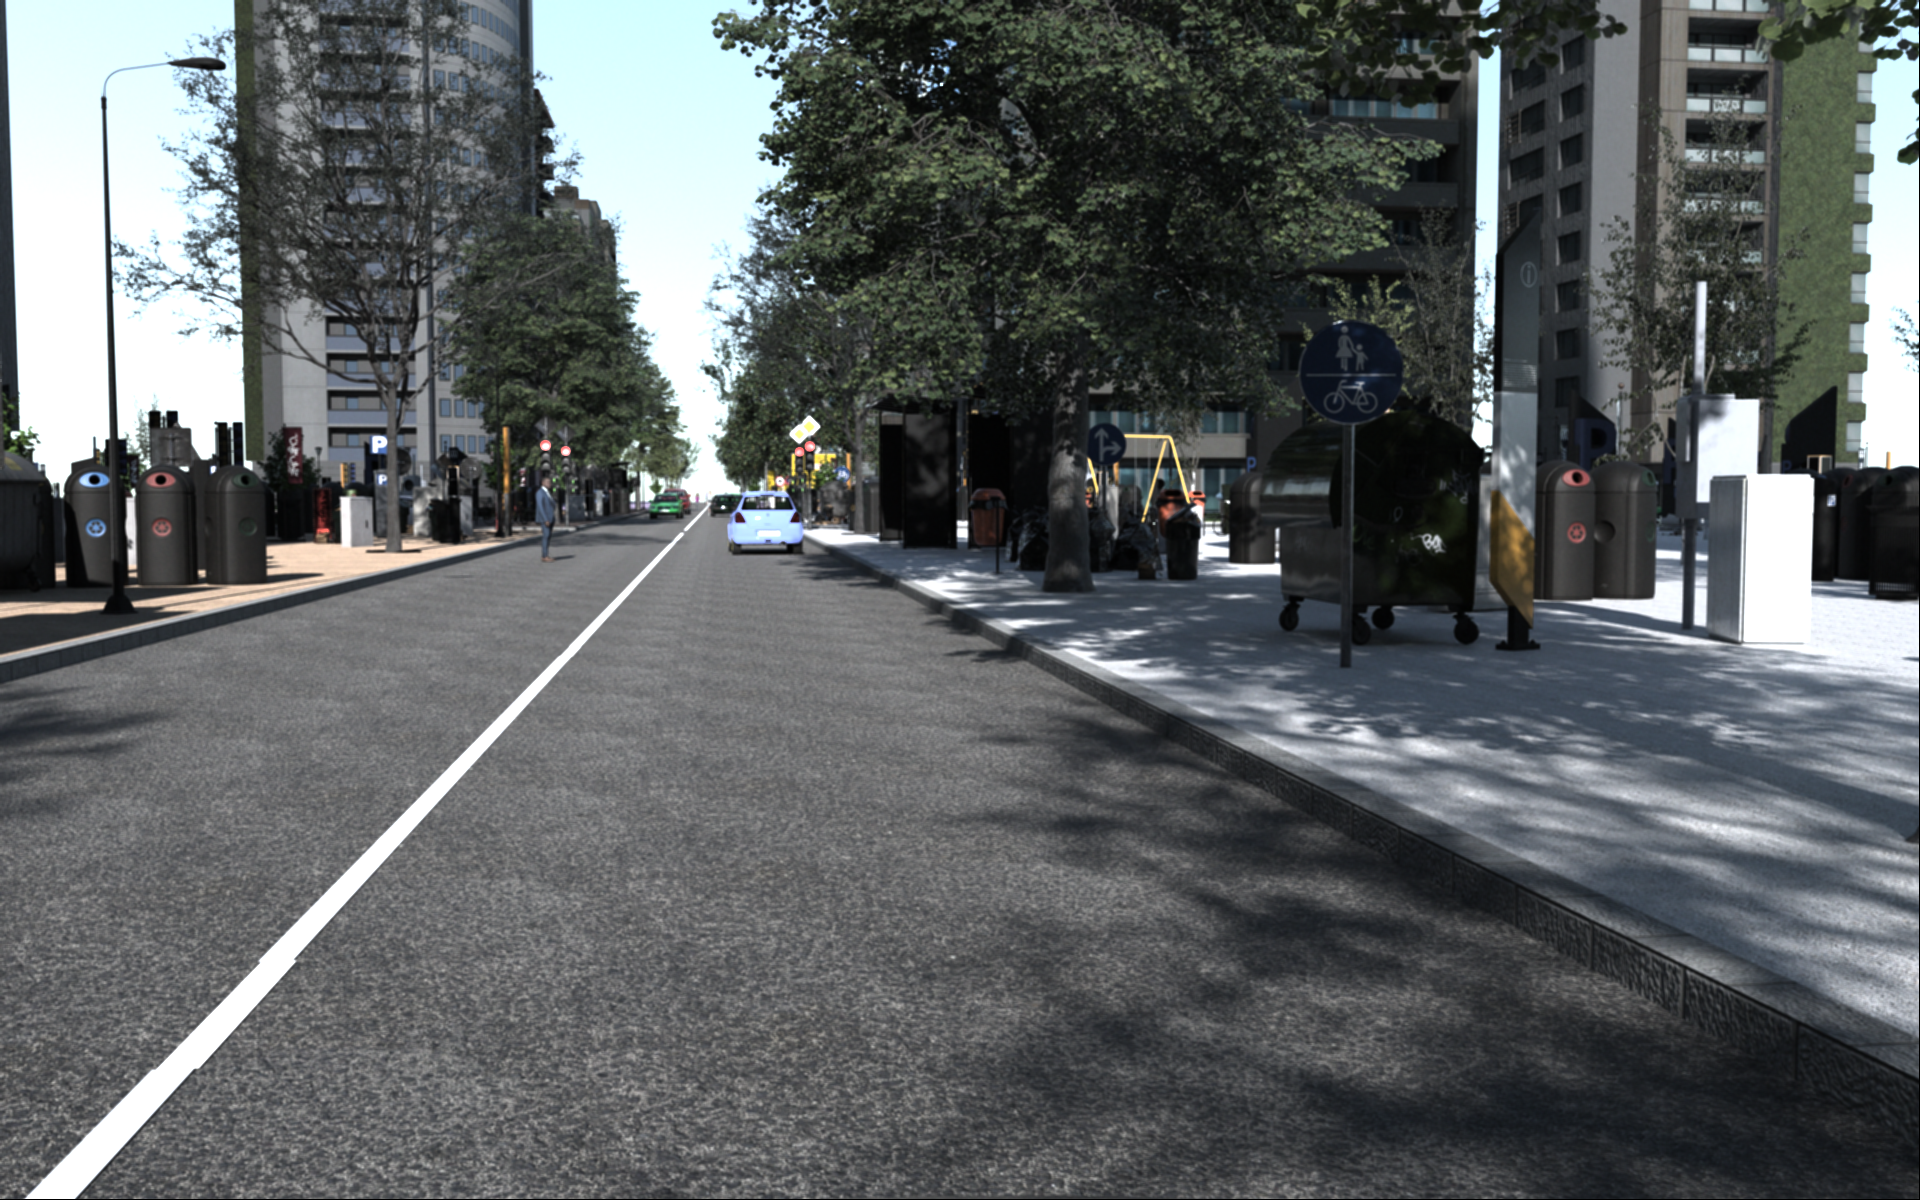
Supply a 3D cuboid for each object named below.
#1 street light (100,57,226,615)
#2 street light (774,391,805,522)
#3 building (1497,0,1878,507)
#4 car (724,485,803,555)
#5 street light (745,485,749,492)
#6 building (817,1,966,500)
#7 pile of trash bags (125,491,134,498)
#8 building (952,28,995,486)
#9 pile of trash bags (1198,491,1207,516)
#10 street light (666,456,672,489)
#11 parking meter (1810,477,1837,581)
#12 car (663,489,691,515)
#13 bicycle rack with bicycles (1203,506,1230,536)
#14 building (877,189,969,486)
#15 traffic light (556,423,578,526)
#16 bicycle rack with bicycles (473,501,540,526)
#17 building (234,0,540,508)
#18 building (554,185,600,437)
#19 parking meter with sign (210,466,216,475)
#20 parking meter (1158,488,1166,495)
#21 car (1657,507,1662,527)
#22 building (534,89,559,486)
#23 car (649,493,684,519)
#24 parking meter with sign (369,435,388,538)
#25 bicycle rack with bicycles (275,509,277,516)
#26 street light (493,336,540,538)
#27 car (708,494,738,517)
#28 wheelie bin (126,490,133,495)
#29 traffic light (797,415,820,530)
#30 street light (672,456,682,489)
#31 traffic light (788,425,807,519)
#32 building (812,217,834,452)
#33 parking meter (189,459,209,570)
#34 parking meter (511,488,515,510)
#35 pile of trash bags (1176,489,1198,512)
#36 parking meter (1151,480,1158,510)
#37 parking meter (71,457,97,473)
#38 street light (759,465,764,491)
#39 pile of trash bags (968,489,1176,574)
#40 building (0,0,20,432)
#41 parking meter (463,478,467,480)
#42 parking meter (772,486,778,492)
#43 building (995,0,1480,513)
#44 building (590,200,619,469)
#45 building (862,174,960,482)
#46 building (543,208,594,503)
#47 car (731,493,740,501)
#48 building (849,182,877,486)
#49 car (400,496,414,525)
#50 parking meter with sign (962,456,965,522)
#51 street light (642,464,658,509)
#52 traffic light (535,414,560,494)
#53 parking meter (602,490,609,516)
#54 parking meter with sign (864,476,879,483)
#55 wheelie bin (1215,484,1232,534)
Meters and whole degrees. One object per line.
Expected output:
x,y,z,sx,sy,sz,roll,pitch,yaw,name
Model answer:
-8.500,-2.811,18.497,1.470,5.913,1.316,0,4,-8,street light
-7.719,-6.462,78.193,1.470,5.913,1.316,0,4,-8,street light
38.738,-25.095,93.895,14.086,41.232,14.154,0,4,-8,building
-4.775,-1.995,42.209,1.945,1.707,3.694,-1,4,-9,car
-18.475,-11.166,155.110,1.470,5.913,1.316,0,4,-8,street light
-10.141,-57.836,258.289,22.319,86.520,31.000,0,4,-8,building
-49.481,-5.872,105.759,3.447,1.369,1.912,3,5,44,pile of trash bags
11.119,-29.002,128.812,22.147,44.769,28.867,0,4,-8,building
5.471,-2.465,50.056,3.447,1.369,1.912,-1,4,-14,pile of trash bags
-30.541,-12.543,177.616,1.470,5.913,1.316,0,4,-8,street light
12.711,-1.049,25.566,0.372,1.533,0.369,0,3,0,parking meter
-20.017,-6.911,121.662,2.281,1.827,5.304,0,4,-6,car
8.799,-2.380,52.287,2.925,0.926,2.852,-1,4,-23,bicycle rack with bicycles
-1.177,-24.162,166.757,14.160,30.474,14.107,0,4,-8,building
-15.575,-4.877,68.665,0.839,4.253,0.868,0,4,-8,traffic light
-18.491,-3.554,71.497,2.852,0.926,2.925,3,5,43,bicycle rack with bicycles
-49.961,-37.437,154.096,21.231,58.520,28.212,0,4,-8,building
-60.736,-36.967,254.524,14.600,45.320,14.200,0,4,-8,building
-46.820,-6.920,109.404,0.543,3.016,1.738,-1,4,-10,parking meter with sign
8.823,-4.132,75.972,0.372,1.533,0.369,0,3,0,parking meter
26.590,-3.738,69.914,4.718,1.807,1.959,-1,4,-8,car
-54.494,-32.296,182.667,22.147,44.769,28.867,0,4,-8,building
-17.090,-5.631,100.855,1.959,1.807,4.718,0,4,-6,car
-16.984,-3.339,50.862,0.543,3.016,1.738,-1,4,-21,parking meter with sign
-39.512,-5.034,95.684,2.852,0.926,2.925,-2,4,-28,bicycle rack with bicycles
-13.054,-4.801,51.040,1.470,5.913,1.316,0,4,-8,street light
-15.073,-6.167,110.609,2.009,1.686,4.222,-1,4,-10,car
-61.531,-7.339,127.908,0.693,1.594,0.980,0,4,2,wheelie bin
-5.406,-4.471,62.025,0.839,4.253,0.868,0,4,-8,traffic light
-37.367,-15.549,226.769,1.470,5.913,1.316,0,4,-8,street light
-6.503,-4.955,69.935,0.839,4.253,0.868,0,4,-8,traffic light
-13.455,-41.006,290.049,23.786,49.044,30.456,0,4,-8,building
-12.858,-1.443,29.303,0.255,1.863,0.399,-3,4,-36,parking meter
-25.039,-5.553,96.503,0.255,1.863,0.399,3,4,36,parking meter
2.570,-1.397,32.601,3.447,1.369,1.912,0,4,0,pile of trash bags
8.093,-4.058,72.067,0.255,1.863,0.399,0,4,8,parking meter
-13.662,-1.303,27.008,0.399,1.863,0.255,-2,4,-26,parking meter
-12.448,-8.513,111.729,1.470,5.913,1.316,0,4,-8,street light
1.624,-1.168,28.850,3.447,1.369,1.912,-2,4,-35,pile of trash bags
-30.382,-16.330,38.700,14.107,30.474,14.160,0,4,-8,building
-17.490,-3.384,61.032,0.255,1.863,0.399,-1,4,-12,parking meter
-12.830,-6.983,119.890,0.399,1.863,0.255,-1,4,-13,parking meter
12.928,-28.621,91.658,21.600,48.544,21.300,0,4,-8,building
-68.063,-40.531,286.375,21.300,48.544,21.600,0,4,-8,building
5.502,-30.257,186.579,32.217,40.220,23.993,0,4,-8,building
-58.520,-34.074,240.704,14.154,41.232,14.086,0,4,-8,building
-16.699,-7.202,126.548,1.959,1.807,4.718,0,4,-8,car
-6.283,-31.835,204.104,14.154,41.232,14.086,0,4,-8,building
-20.817,-3.117,63.324,4.827,1.381,2.083,0,4,-8,car
-0.668,-5.045,78.754,1.738,3.016,0.543,0,4,-6,parking meter with sign
-25.999,-10.558,145.167,1.470,5.913,1.316,0,4,-8,street light
-14.478,-4.394,60.755,0.839,4.253,0.868,0,4,-8,traffic light
-20.786,-5.702,101.637,0.372,1.533,0.369,0,3,0,parking meter
-3.676,-4.692,72.982,1.738,3.016,0.543,-3,5,-39,parking meter with sign
8.648,-2.906,55.420,0.980,1.594,0.693,0,4,-5,wheelie bin
